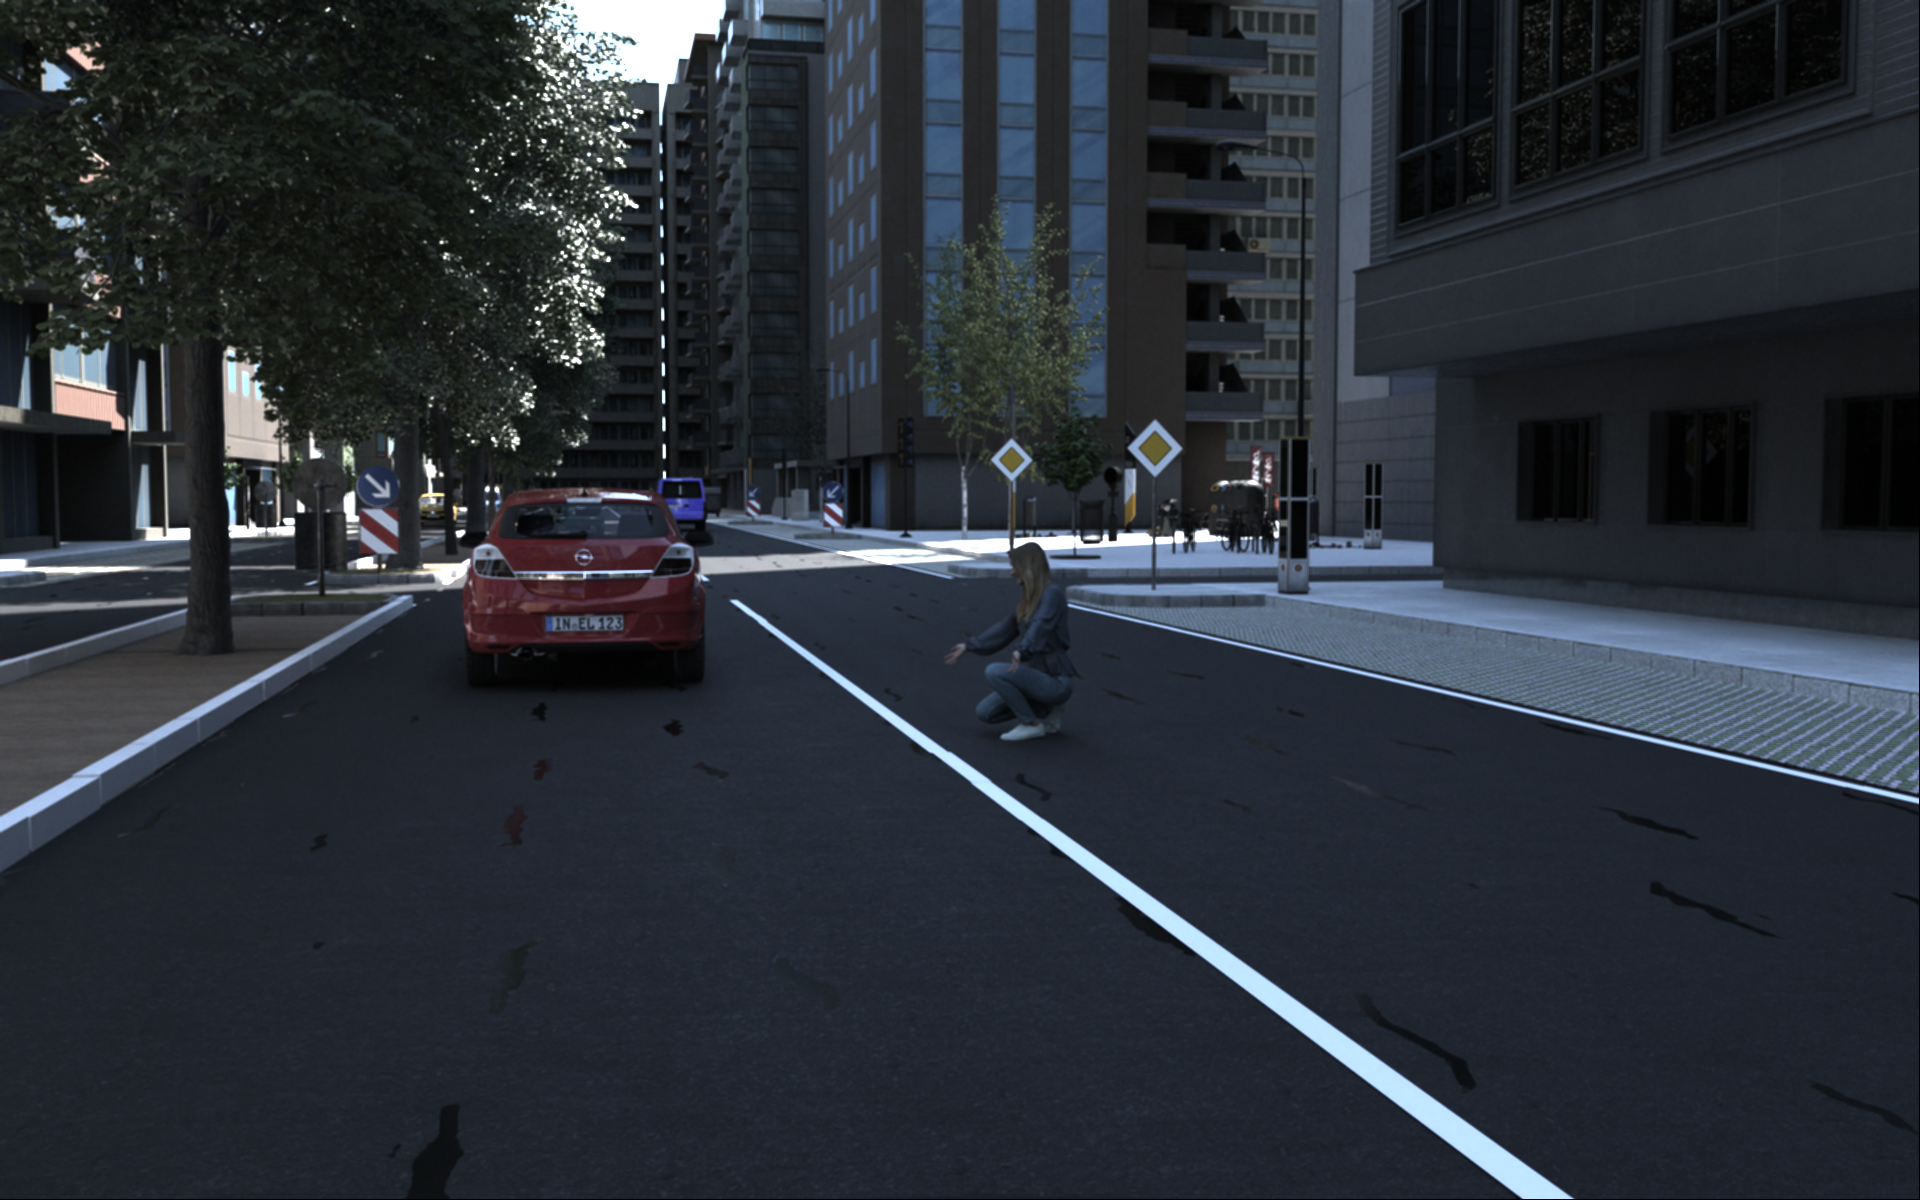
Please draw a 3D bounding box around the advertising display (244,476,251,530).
[{"bbox_3d":[-25.589,-3.486,62.206,0.123,1.923,0.974,-1,4,-19],"label":"advertising display"}]

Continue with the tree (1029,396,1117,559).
[{"bbox_3d":[2.161,-2.441,34.515,1.663,3.219,1.824,0,3,0],"label":"tree"}]

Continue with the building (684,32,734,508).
[{"bbox_3d":[-14.921,-31.309,166.523,22.147,44.769,28.867,-1,4,-12],"label":"building"}]

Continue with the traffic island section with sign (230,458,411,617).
[{"bbox_3d":[-7.910,-0.797,21.168,2.006,1.907,1.989,-1,4,-12],"label":"traffic island section with sign"}]

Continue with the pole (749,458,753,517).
[{"bbox_3d":[-11.788,-6.342,97.538,0.158,3.312,0.155,0,3,0],"label":"pole"}]

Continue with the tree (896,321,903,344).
[{"bbox_3d":[0.163,-6.010,48.633,4.737,8.622,4.395,0,3,0],"label":"tree"}]

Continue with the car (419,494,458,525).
[{"bbox_3d":[-23.647,-4.150,78.076,2.015,1.641,3.980,-1,4,-13],"label":"car"}]

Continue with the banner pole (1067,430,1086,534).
[{"bbox_3d":[3.787,-4.013,55.623,0.401,3.779,0.863,3,5,44],"label":"banner pole"}]

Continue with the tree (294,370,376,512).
[{"bbox_3d":[-30.129,-8.108,82.921,4.360,8.622,3.978,0,3,0],"label":"tree"}]

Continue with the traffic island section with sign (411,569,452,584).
[{"bbox_3d":[-9.451,-1.240,28.413,2.006,1.907,1.989,-1,4,-12],"label":"traffic island section with sign"}]

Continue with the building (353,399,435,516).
[{"bbox_3d":[-49.682,-16.318,111.839,27.650,21.520,28.899,-1,4,-12],"label":"building"}]

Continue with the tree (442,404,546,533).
[{"bbox_3d":[-15.745,-6.386,57.226,4.737,8.622,4.395,0,3,0],"label":"tree"}]

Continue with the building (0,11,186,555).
[{"bbox_3d":[-31.146,-23.563,39.885,22.147,44.769,28.867,-1,4,-12],"label":"building"}]

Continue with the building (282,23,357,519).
[{"bbox_3d":[-40.327,-24.904,90.779,14.154,41.232,14.086,-1,4,-12],"label":"building"}]

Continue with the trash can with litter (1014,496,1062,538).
[{"bbox_3d":[2.388,-2.467,51.387,1.678,1.210,2.233,3,5,39],"label":"trash can with litter"}]

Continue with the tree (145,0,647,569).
[{"bbox_3d":[-10.348,-7.507,31.852,9.857,13.997,8.962,0,3,0],"label":"tree"}]

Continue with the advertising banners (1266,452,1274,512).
[{"bbox_3d":[13.717,-4.690,72.871,2.074,3.025,0.090,0,4,3],"label":"advertising banners"}]

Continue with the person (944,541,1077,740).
[{"bbox_3d":[0.338,0.236,10.138,0.738,1.151,1.012,0,4,-8],"label":"person"}]

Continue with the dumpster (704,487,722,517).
[{"bbox_3d":[-15.695,-6.044,107.037,1.865,1.857,1.264,-1,4,-13],"label":"dumpster"}]

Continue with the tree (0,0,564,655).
[{"bbox_3d":[-6.913,-5.806,15.519,7.486,12.596,7.792,0,3,0],"label":"tree"}]

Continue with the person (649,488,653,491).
[{"bbox_3d":[-16.020,-4.933,89.998,0.563,1.720,0.643,-2,4,-31],"label":"person"}]

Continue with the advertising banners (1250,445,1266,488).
[{"bbox_3d":[9.974,-4.016,61.856,2.074,3.025,0.090,-2,4,-30],"label":"advertising banners"}]

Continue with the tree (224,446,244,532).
[{"bbox_3d":[-25.021,-3.895,58.285,1.663,3.219,1.824,0,3,0],"label":"tree"}]

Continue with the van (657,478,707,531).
[{"bbox_3d":[-11.128,-3.935,68.715,2.240,2.365,5.245,-1,4,-11],"label":"van"}]

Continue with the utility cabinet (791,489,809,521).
[{"bbox_3d":[-7.678,-4.547,83.029,0.318,1.500,1.173,-2,4,-35],"label":"utility cabinet"}]

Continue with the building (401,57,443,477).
[{"bbox_3d":[-56.263,-33.579,138.261,28.713,52.752,27.495,-1,4,-12],"label":"building"}]

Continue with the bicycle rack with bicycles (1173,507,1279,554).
[{"bbox_3d":[5.727,-1.511,38.089,2.852,0.926,2.925,0,4,8],"label":"bicycle rack with bicycles"}]

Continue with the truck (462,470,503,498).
[{"bbox_3d":[-32.172,-7.528,118.999,3.469,3.379,9.791,-1,4,-13],"label":"truck"}]

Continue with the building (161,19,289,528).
[{"bbox_3d":[-35.715,-25.622,69.038,14.600,45.320,14.200,-1,4,-12],"label":"building"}]

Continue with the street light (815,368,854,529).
[{"bbox_3d":[-4.656,-5.594,64.000,1.470,5.913,1.316,-1,4,-12],"label":"street light"}]

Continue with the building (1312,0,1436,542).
[{"bbox_3d":[26.420,-30.845,46.323,28.212,58.520,21.231,-1,4,-12],"label":"building"}]

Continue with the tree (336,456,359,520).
[{"bbox_3d":[-30.810,-5.677,87.417,1.663,3.219,1.824,0,3,0],"label":"tree"}]

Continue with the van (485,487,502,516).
[{"bbox_3d":[-26.097,-5.413,95.507,2.013,2.044,4.112,-1,4,-14],"label":"van"}]

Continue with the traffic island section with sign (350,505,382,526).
[{"bbox_3d":[-26.364,-4.251,78.139,1.989,1.847,2.006,-1,4,-12],"label":"traffic island section with sign"}]

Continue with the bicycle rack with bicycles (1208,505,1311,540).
[{"bbox_3d":[8.161,-2.073,47.284,2.852,0.926,2.925,0,4,-1],"label":"bicycle rack with bicycles"}]

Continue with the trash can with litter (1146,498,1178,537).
[{"bbox_3d":[5.991,-2.465,51.685,0.624,1.170,1.055,-3,5,-42],"label":"trash can with litter"}]

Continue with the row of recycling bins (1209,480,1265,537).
[{"bbox_3d":[8.552,-2.834,53.453,1.069,1.692,3.534,-1,4,-8],"label":"row of recycling bins"}]

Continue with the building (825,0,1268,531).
[{"bbox_3d":[2.572,-25.489,66.856,14.600,45.320,14.200,-1,4,-12],"label":"building"}]

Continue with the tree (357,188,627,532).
[{"bbox_3d":[-17.724,-9.326,65.303,12.009,13.543,11.850,0,3,0],"label":"tree"}]

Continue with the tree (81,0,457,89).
[{"bbox_3d":[-5.003,-4.362,8.186,8.767,10.594,7.601,-1,4,-12],"label":"tree"}]

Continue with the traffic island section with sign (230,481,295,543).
[{"bbox_3d":[-20.674,-2.624,51.530,1.989,1.847,2.006,-1,4,-12],"label":"traffic island section with sign"}]

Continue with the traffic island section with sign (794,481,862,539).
[{"bbox_3d":[-4.263,-2.853,55.267,1.989,1.847,2.006,-1,4,-12],"label":"traffic island section with sign"}]

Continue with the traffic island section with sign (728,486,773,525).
[{"bbox_3d":[-9.920,-4.465,81.624,1.989,1.847,2.006,-1,4,-12],"label":"traffic island section with sign"}]

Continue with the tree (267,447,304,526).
[{"bbox_3d":[-27.228,-4.676,71.050,1.663,3.219,1.824,0,3,0],"label":"tree"}]

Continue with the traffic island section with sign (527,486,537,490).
[{"bbox_3d":[-25.193,-5.734,101.891,2.006,1.907,1.989,-1,4,-12],"label":"traffic island section with sign"}]

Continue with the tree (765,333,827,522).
[{"bbox_3d":[-6.517,-7.827,78.328,4.360,8.622,3.978,0,3,0],"label":"tree"}]

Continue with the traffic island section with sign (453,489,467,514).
[{"bbox_3d":[-36.992,-7.283,127.709,1.989,1.847,2.006,-1,4,-12],"label":"traffic island section with sign"}]

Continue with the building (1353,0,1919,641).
[{"bbox_3d":[14.909,-11.643,9.436,14.314,24.678,30.058,-1,4,-12],"label":"building"}]

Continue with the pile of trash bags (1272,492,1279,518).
[{"bbox_3d":[13.951,-4.508,83.457,3.447,1.369,1.912,0,4,-1],"label":"pile of trash bags"}]

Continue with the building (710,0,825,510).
[{"bbox_3d":[-7.523,-31.687,137.696,23.786,49.044,30.456,-1,4,-12],"label":"building"}]

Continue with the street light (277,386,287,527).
[{"bbox_3d":[-26.042,-5.827,67.815,1.470,5.913,1.316,-1,4,-12],"label":"street light"}]

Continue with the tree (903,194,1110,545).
[{"bbox_3d":[1.543,-5.697,43.501,4.737,8.622,4.395,0,3,0],"label":"tree"}]

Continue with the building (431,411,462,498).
[{"bbox_3d":[-55.351,-29.531,166.426,14.086,41.232,14.154,-1,4,-12],"label":"building"}]

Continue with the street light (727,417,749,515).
[{"bbox_3d":[-13.350,-8.069,104.471,1.470,5.913,1.316,-1,4,-12],"label":"street light"}]

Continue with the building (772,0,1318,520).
[{"bbox_3d":[6.325,-24.684,95.469,32.217,40.220,23.993,-1,4,-12],"label":"building"}]

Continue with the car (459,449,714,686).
[{"bbox_3d":[-3.122,-0.336,14.531,2.155,1.783,4.494,-1,4,-11],"label":"car"}]

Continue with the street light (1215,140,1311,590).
[{"bbox_3d":[4.034,-3.088,23.034,1.470,5.913,1.316,-1,4,-12],"label":"street light"}]

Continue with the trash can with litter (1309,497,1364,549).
[{"bbox_3d":[8.725,-1.854,41.375,2.233,1.210,1.678,-1,4,-13],"label":"trash can with litter"}]
